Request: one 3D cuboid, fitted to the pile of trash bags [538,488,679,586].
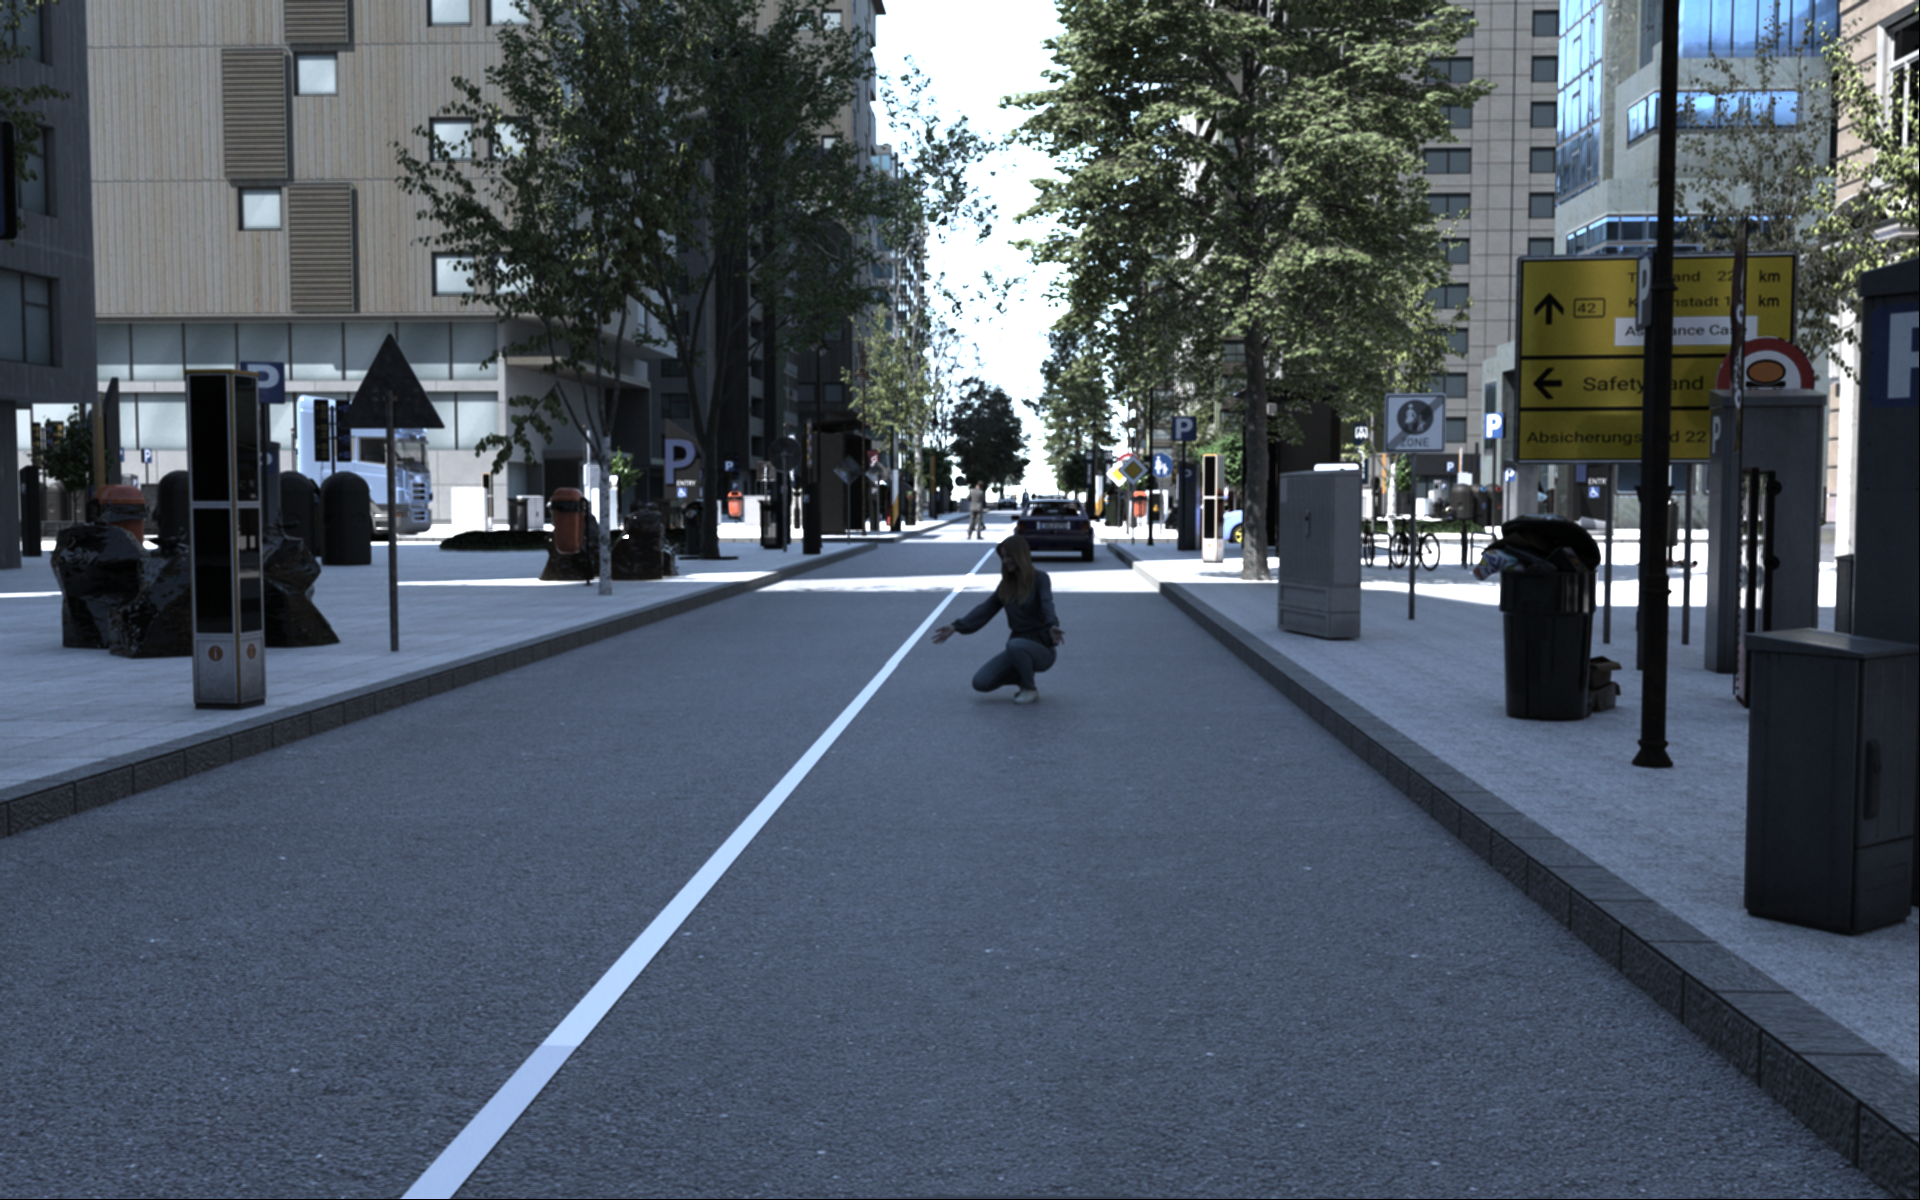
[{"bbox_3d":[-5.370,-0.977,25.719,1.912,1.369,3.447,0,4,4],"label":"pile of trash bags"}]

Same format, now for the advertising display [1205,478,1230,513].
[{"bbox_3d":[10.522,-4.011,70.798,0.974,1.923,0.123,1,4,21],"label":"advertising display"}]

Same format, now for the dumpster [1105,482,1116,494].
[{"bbox_3d":[7.894,-5.042,84.924,1.502,2.255,1.985,0,4,3],"label":"dumpster"}]

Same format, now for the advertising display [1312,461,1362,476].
[{"bbox_3d":[7.447,-1.777,34.274,0.974,1.923,0.123,2,4,29],"label":"advertising display"}]

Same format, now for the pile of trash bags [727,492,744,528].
[{"bbox_3d":[-9.791,-3.358,64.662,3.447,1.369,1.912,0,4,-2],"label":"pile of trash bags"}]

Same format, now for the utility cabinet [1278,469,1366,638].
[{"bbox_3d":[3.240,-0.430,15.702,0.318,1.500,1.173,-1,4,-12],"label":"utility cabinet"}]

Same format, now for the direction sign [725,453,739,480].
[{"bbox_3d":[-12.632,-6.360,95.987,0.876,3.537,0.379,1,4,18],"label":"direction sign"}]

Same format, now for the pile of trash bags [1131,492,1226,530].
[{"bbox_3d":[7.817,-3.190,61.915,3.447,1.369,1.912,0,4,-3],"label":"pile of trash bags"}]

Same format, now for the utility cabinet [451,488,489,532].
[{"bbox_3d":[-16.541,-3.046,58.480,1.173,1.500,0.318,0,4,8],"label":"utility cabinet"}]

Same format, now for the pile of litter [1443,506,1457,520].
[{"bbox_3d":[17.641,-2.898,61.341,1.719,0.858,1.176,-3,5,-44],"label":"pile of litter"}]

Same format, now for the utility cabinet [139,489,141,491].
[{"bbox_3d":[-32.861,-3.720,69.501,0.318,1.500,1.173,1,4,22],"label":"utility cabinet"}]

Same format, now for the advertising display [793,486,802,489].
[{"bbox_3d":[-9.731,-6.096,104.875,0.974,1.923,0.123,1,4,20],"label":"advertising display"}]

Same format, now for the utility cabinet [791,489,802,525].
[{"bbox_3d":[-6.906,-3.849,71.614,1.173,1.500,0.318,0,4,7],"label":"utility cabinet"}]

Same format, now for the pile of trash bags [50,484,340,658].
[{"bbox_3d":[-6.938,-0.332,15.187,1.912,1.369,3.447,-3,5,-43],"label":"pile of trash bags"}]

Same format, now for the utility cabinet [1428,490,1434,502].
[{"bbox_3d":[28.332,-5.779,103.163,0.318,1.500,1.173,-1,4,-16],"label":"utility cabinet"}]

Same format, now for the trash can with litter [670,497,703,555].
[{"bbox_3d":[-5.724,-1.533,36.447,0.624,1.170,1.055,-3,5,-41],"label":"trash can with litter"}]

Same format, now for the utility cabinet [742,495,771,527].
[{"bbox_3d":[-7.914,-3.456,67.667,1.020,1.237,0.306,0,4,-5],"label":"utility cabinet"}]

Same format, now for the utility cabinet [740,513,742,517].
[{"bbox_3d":[-12.545,-5.255,97.085,1.020,1.237,0.306,2,4,31],"label":"utility cabinet"}]

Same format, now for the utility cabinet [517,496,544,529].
[{"bbox_3d":[-15.518,-3.147,62.622,0.306,1.237,1.020,2,4,35],"label":"utility cabinet"}]

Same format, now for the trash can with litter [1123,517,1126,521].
[{"bbox_3d":[7.758,-4.391,83.182,0.624,1.170,1.055,-1,4,-22],"label":"trash can with litter"}]

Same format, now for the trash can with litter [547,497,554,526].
[{"bbox_3d":[-15.706,-3.481,68.309,1.055,1.170,0.624,-3,5,-44],"label":"trash can with litter"}]

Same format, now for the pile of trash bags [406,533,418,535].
[{"bbox_3d":[-18.829,-2.728,54.350,3.447,1.369,1.912,-1,4,-18],"label":"pile of trash bags"}]

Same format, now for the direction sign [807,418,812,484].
[{"bbox_3d":[-4.506,-3.666,51.942,0.379,3.537,0.876,-1,4,-13],"label":"direction sign"}]

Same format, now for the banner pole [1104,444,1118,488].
[{"bbox_3d":[7.571,-5.894,86.377,0.863,3.779,0.401,0,4,-2],"label":"banner pole"}]

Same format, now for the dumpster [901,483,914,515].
[{"bbox_3d":[-3.038,-5.110,89.311,1.264,1.857,1.865,0,4,3],"label":"dumpster"}]

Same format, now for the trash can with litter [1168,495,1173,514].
[{"bbox_3d":[14.299,-6.830,122.734,1.678,1.210,2.233,2,4,33],"label":"trash can with litter"}]

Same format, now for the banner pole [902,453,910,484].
[{"bbox_3d":[-3.277,-7.122,106.459,0.863,3.779,0.401,1,4,13],"label":"banner pole"}]

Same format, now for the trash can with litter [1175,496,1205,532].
[{"bbox_3d":[7.332,-2.656,54.815,1.055,1.170,0.624,2,4,23],"label":"trash can with litter"}]

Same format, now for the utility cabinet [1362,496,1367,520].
[{"bbox_3d":[13.489,-2.971,59.744,1.020,1.237,0.306,0,4,-8],"label":"utility cabinet"}]

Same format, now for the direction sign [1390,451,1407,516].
[{"bbox_3d":[24.536,-6.417,96.914,0.876,3.537,0.379,0,4,-1],"label":"direction sign"}]

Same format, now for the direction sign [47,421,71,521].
[{"bbox_3d":[-27.742,-3.785,53.875,0.876,3.537,0.379,0,3,0],"label":"direction sign"}]

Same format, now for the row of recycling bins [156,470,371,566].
[{"bbox_3d":[-12.347,-1.450,30.819,3.534,1.692,1.069,-2,4,-24],"label":"row of recycling bins"}]

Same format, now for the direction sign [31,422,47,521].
[{"bbox_3d":[-29.113,-3.858,55.068,0.379,3.537,0.876,1,4,19],"label":"direction sign"}]

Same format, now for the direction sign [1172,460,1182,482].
[{"bbox_3d":[14.516,-7.532,115.152,0.876,3.537,0.379,1,4,21],"label":"direction sign"}]

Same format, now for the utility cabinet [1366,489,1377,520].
[{"bbox_3d":[18.515,-4.330,79.472,1.173,1.500,0.318,1,4,8],"label":"utility cabinet"}]

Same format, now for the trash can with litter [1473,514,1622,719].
[{"bbox_3d":[3.484,0.075,10.166,0.624,1.170,1.055,3,4,37],"label":"trash can with litter"}]

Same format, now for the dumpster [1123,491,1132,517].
[{"bbox_3d":[7.753,-4.599,80.948,1.264,1.857,1.865,0,4,3],"label":"dumpster"}]

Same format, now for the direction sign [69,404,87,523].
[{"bbox_3d":[-21.385,-3.077,42.301,0.379,3.537,0.876,-1,4,-19],"label":"direction sign"}]

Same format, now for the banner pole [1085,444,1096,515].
[{"bbox_3d":[6.557,-5.879,86.135,0.863,3.779,0.401,-2,4,-30],"label":"banner pole"}]

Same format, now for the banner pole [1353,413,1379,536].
[{"bbox_3d":[12.574,-3.892,53.648,0.863,3.779,0.401,2,4,26],"label":"banner pole"}]

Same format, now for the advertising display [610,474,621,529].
[{"bbox_3d":[-11.446,-3.157,56.837,0.974,1.923,0.123,3,5,44],"label":"advertising display"}]

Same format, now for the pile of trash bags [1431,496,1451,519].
[{"bbox_3d":[25.237,-4.788,88.032,1.912,1.369,3.447,0,4,0],"label":"pile of trash bags"}]

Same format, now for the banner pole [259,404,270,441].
[{"bbox_3d":[-14.661,-2.830,36.294,0.401,3.779,0.863,2,4,26],"label":"banner pole"}]

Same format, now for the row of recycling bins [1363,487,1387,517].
[{"bbox_3d":[23.036,-5.484,96.775,1.069,1.692,3.534,0,4,2],"label":"row of recycling bins"}]

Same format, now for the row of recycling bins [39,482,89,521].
[{"bbox_3d":[-29.649,-3.114,58.029,3.534,1.692,1.069,0,4,6],"label":"row of recycling bins"}]

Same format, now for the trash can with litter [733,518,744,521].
[{"bbox_3d":[-9.829,-4.343,82.061,2.233,1.210,1.678,-2,4,-26],"label":"trash can with litter"}]

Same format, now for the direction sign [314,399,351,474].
[{"bbox_3d":[-15.068,-3.037,41.658,0.876,3.537,0.379,-3,5,-42],"label":"direction sign"}]

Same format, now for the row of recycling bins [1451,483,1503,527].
[{"bbox_3d":[20.696,-3.746,68.366,3.534,1.692,1.069,-2,4,-33],"label":"row of recycling bins"}]

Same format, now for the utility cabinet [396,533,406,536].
[{"bbox_3d":[-17.350,-2.692,52.687,1.173,1.500,0.318,2,4,35],"label":"utility cabinet"}]

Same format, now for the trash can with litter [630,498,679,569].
[{"bbox_3d":[-5.662,-1.094,28.952,2.233,1.210,1.678,-1,4,-23],"label":"trash can with litter"}]

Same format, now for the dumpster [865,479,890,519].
[{"bbox_3d":[-4.397,-5.366,90.228,1.502,2.255,1.985,0,4,3],"label":"dumpster"}]

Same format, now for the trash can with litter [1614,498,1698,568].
[{"bbox_3d":[12.595,-1.216,30.931,1.678,1.210,2.233,1,4,20],"label":"trash can with litter"}]

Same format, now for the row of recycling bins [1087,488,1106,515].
[{"bbox_3d":[8.359,-5.927,104.013,1.069,1.692,3.534,1,4,16],"label":"row of recycling bins"}]
